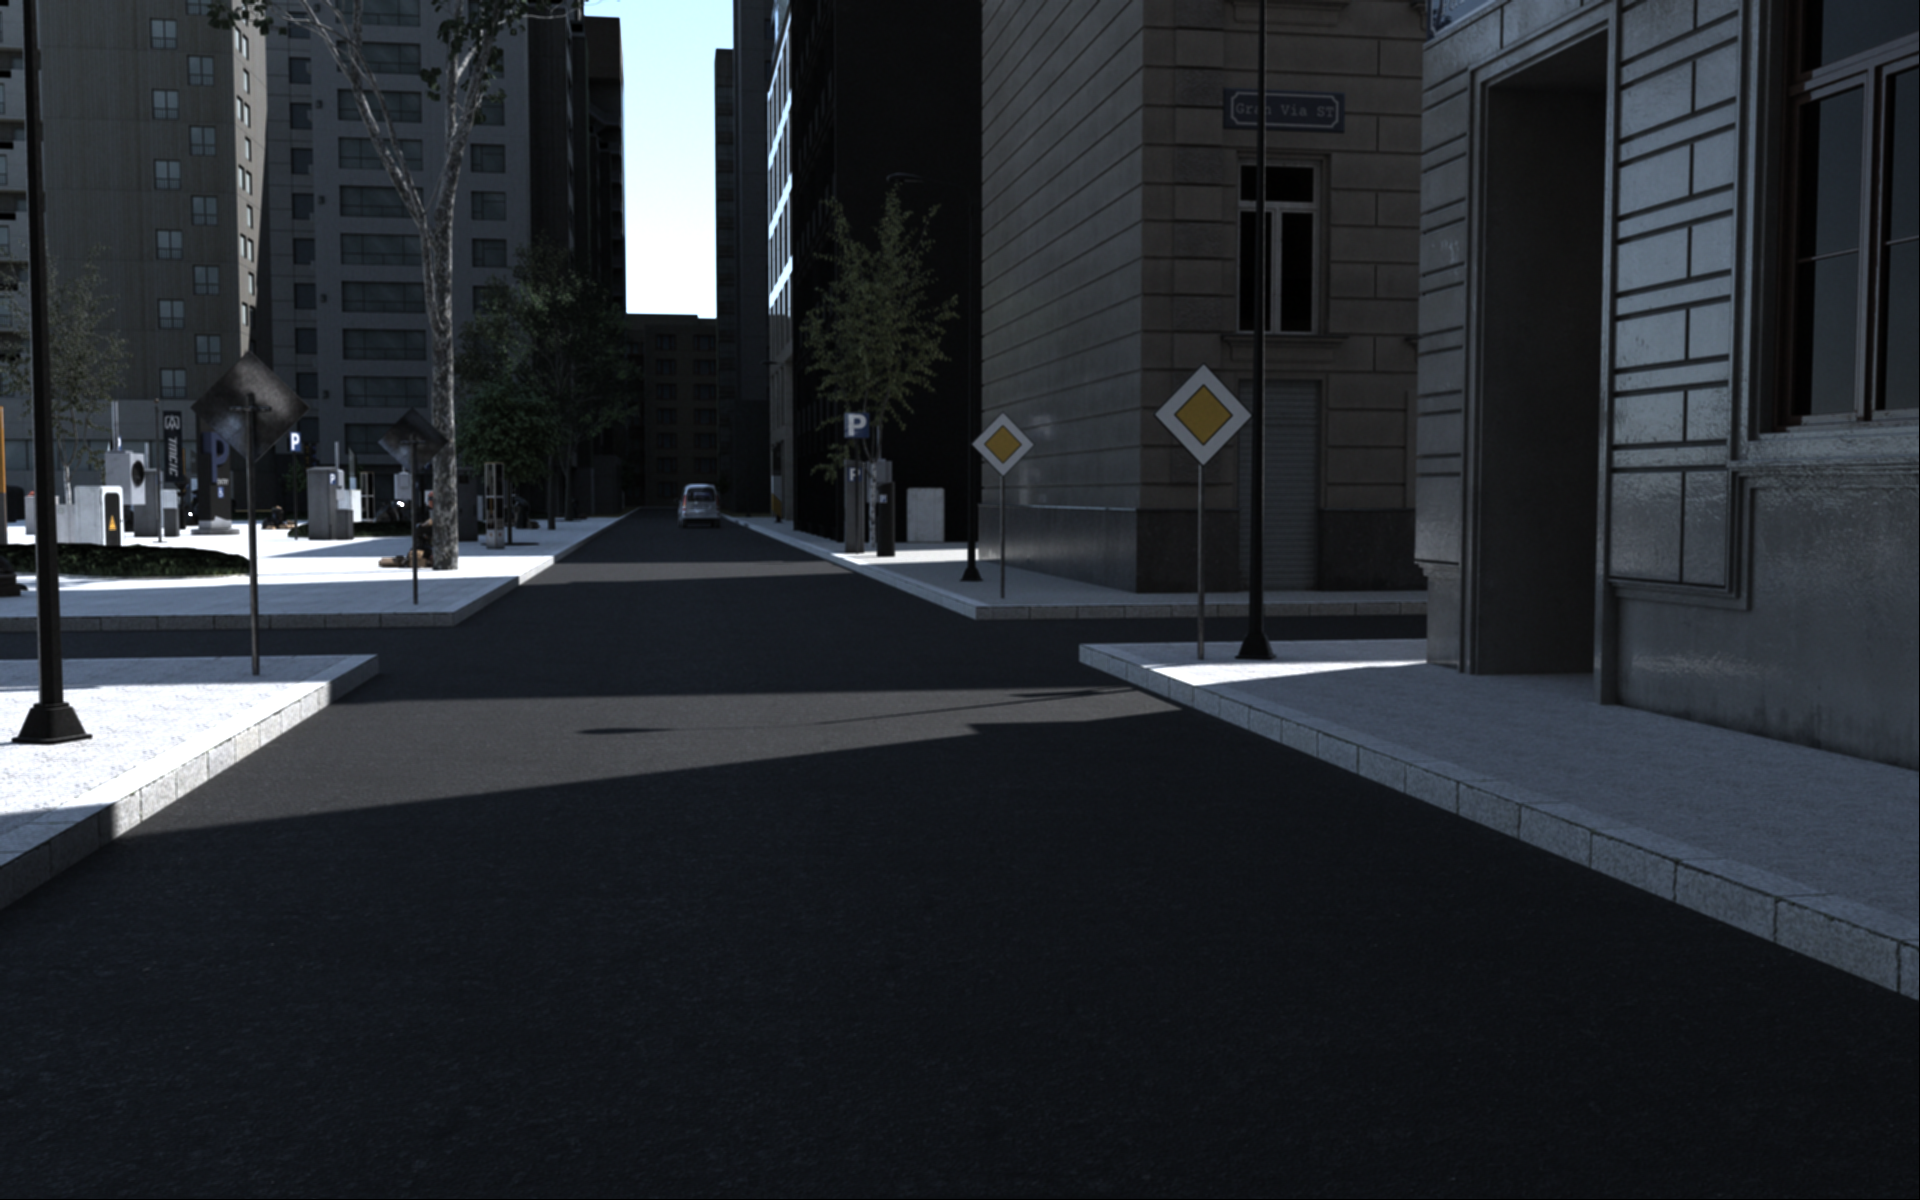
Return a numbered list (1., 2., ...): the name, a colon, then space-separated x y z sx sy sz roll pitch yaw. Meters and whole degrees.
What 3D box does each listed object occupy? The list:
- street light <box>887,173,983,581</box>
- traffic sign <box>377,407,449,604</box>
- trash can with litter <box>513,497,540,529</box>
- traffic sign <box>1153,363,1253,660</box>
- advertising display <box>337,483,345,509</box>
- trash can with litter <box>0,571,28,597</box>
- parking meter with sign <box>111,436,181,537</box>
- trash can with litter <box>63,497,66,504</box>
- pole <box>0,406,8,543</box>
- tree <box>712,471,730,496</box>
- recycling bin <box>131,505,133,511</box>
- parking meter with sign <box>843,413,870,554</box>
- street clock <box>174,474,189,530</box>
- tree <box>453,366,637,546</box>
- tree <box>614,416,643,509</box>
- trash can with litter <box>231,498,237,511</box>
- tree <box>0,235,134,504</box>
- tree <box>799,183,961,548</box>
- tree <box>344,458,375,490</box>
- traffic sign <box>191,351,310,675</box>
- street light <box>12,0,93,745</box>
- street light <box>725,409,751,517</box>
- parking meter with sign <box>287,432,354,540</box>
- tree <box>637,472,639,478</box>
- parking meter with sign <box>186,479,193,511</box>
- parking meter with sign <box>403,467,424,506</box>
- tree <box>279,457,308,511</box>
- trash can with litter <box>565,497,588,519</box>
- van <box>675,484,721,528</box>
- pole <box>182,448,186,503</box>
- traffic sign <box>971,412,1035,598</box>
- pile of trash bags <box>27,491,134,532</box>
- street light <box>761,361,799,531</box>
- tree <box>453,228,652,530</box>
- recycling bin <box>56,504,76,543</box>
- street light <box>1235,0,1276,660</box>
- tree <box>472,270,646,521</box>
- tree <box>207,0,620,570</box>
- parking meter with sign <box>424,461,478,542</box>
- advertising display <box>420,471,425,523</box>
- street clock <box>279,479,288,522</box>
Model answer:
1. street light: -0.365 -3.230 25.348 1.470 5.913 1.316 -1 4 -10
2. traffic sign: -6.330 -1.006 20.086 0.795 2.450 0.064 -1 4 -10
3. trash can with litter: -15.909 -3.199 63.698 1.055 1.170 0.624 2 4 25
4. traffic sign: 1.861 -0.594 13.356 0.795 2.450 0.064 -1 4 -10
5. advertising display: -32.391 -5.179 89.887 0.974 1.923 0.123 1 4 9
6. trash can with litter: -12.218 -0.618 21.486 0.624 1.170 1.055 2 4 26
7. parking meter with sign: -24.257 -3.388 51.658 1.738 3.016 0.543 0 4 -6
8. trash can with litter: -44.752 -4.625 86.678 2.233 1.210 1.678 3 4 36
9. pole: -22.292 -2.839 40.254 0.158 3.312 0.155 0 3 0
10. tree: -20.153 -9.277 146.288 1.663 3.219 1.824 0 3 0
11. recycling bin: -37.212 -4.053 78.814 0.722 1.027 0.722 3 5 41
12. parking meter with sign: -2.298 -2.548 37.925 0.543 3.016 1.738 0 4 -6
13. street clock: -28.135 -3.550 62.609 0.471 2.002 0.358 0 4 -4
14. tree: -11.306 -3.666 43.653 4.285 4.588 4.351 0 3 0
15. tree: -29.688 -12.367 152.561 4.360 8.622 3.978 0 3 0
16. trash can with litter: -36.637 -4.650 87.409 0.624 1.170 1.055 3 4 36
17. tree: -24.573 -5.936 47.409 4.360 8.622 3.978 0 3 0
18. tree: -2.075 -5.575 41.507 4.737 8.622 4.395 0 3 0
19. tree: -31.807 -5.935 91.644 1.663 3.219 1.824 0 3 0
20. traffic sign: -4.988 -0.524 12.214 0.795 2.450 0.064 -1 4 -10
21. street light: -4.197 -2.226 8.934 1.470 5.913 1.316 -1 4 -10
22. street light: -12.208 -7.506 95.258 1.470 5.913 1.316 -1 4 -10
23. parking meter with sign: -17.860 -3.193 48.470 1.738 3.016 0.543 1 4 11
24. tree: -28.617 -9.893 145.471 4.285 4.588 4.351 0 3 0
25. parking meter with sign: -39.074 -5.558 87.136 0.543 3.016 1.738 -3 5 -41
26. parking meter with sign: -26.532 -5.347 83.677 1.738 3.016 0.543 1 4 13
27. tree: -34.298 -5.797 89.375 1.663 3.219 1.824 0 3 0
28. trash can with litter: -19.376 -4.659 87.557 1.055 1.170 0.624 -3 5 -40
29. van: -11.282 -4.146 74.806 2.013 2.044 4.112 -1 4 -12
30. pole: -34.699 -5.113 77.435 0.158 3.312 0.155 0 3 0
31. traffic sign: 0.519 -1.076 21.228 0.795 2.450 0.064 -1 4 -10
32. pile of trash bags: -29.590 -2.977 58.429 3.447 1.369 1.912 -1 4 -17
33. street light: -6.249 -5.387 60.610 1.470 5.913 1.316 -1 4 -10
34. tree: -14.853 -7.793 61.836 8.767 10.594 7.601 1 4 16
35. recycling bin: -22.222 -1.858 42.933 0.722 1.027 0.722 3 5 43
36. street light: 1.780 -2.493 13.294 1.470 5.913 1.316 -1 4 -10
37. tree: -18.574 -9.512 81.271 9.928 11.665 9.643 0 3 0
38. tree: -10.079 -10.608 29.327 12.611 20.169 13.585 0 3 0
39. parking meter with sign: -13.488 -3.096 46.878 0.543 3.016 1.738 3 5 45
40. advertising display: -15.244 -2.686 49.133 0.123 1.923 0.974 -1 4 -17
41. street clock: -31.536 -4.660 80.761 0.358 2.002 0.471 -1 4 -21
